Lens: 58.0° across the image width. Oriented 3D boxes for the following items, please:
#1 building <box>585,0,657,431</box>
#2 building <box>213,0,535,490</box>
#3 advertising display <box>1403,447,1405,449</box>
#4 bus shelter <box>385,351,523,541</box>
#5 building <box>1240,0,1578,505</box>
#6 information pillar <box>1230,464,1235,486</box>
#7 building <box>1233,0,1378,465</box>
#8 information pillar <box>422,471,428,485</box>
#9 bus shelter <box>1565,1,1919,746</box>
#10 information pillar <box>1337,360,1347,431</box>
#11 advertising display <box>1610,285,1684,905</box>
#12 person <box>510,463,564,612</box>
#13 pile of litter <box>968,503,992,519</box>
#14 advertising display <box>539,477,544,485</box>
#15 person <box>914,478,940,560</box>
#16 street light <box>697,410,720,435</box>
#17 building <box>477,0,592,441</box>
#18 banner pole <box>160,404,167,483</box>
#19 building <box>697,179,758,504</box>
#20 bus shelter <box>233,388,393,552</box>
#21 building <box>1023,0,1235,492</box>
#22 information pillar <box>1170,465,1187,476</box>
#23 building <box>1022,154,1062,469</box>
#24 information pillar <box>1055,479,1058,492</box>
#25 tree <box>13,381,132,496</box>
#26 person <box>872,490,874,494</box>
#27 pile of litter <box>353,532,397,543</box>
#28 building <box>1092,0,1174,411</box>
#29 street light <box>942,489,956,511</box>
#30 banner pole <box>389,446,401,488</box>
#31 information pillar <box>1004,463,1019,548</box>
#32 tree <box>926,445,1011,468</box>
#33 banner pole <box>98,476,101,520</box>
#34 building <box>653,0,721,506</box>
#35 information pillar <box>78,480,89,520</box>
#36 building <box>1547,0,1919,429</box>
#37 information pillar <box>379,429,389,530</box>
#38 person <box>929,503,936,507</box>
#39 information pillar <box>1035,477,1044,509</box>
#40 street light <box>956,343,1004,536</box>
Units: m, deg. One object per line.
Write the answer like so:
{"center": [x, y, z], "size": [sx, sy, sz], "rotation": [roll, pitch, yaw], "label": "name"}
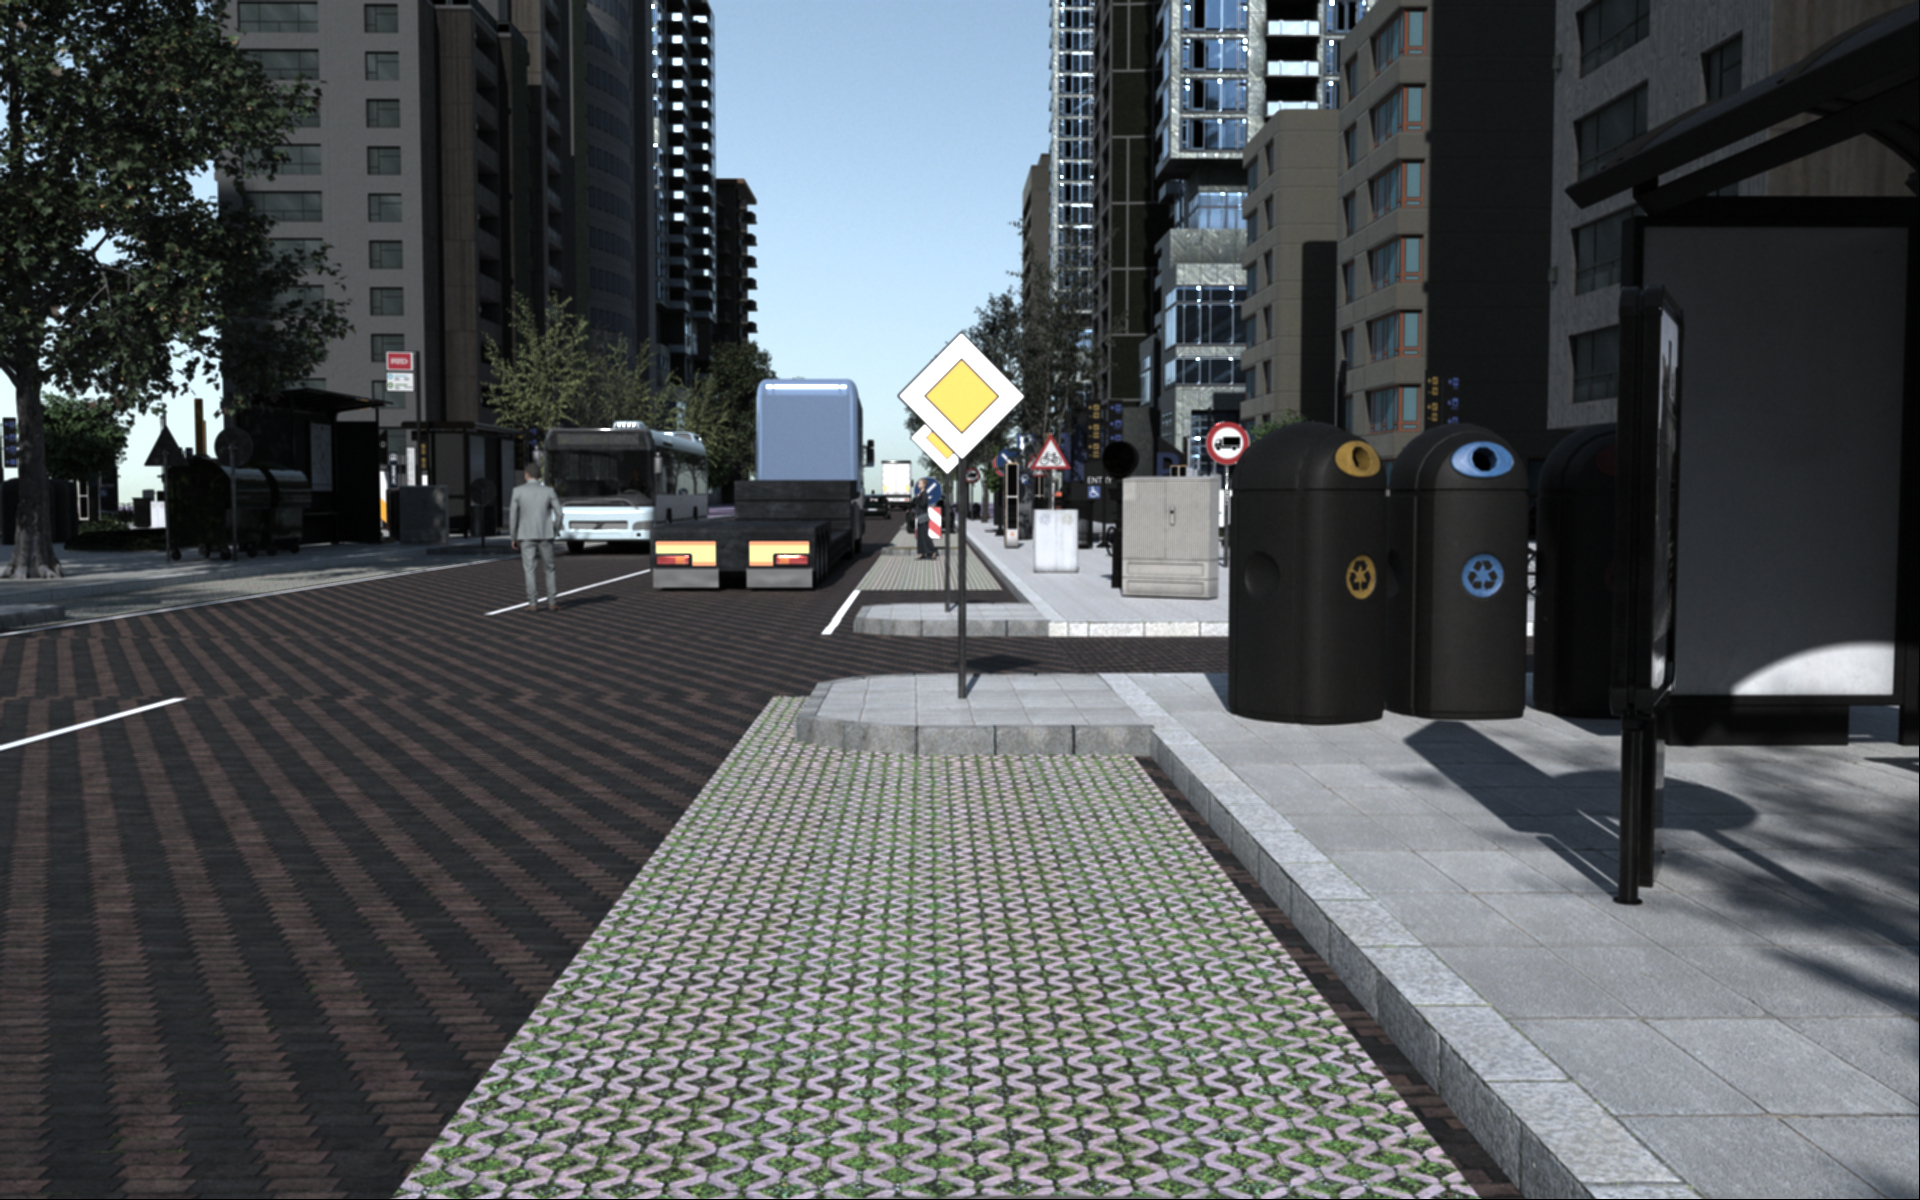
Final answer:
{"center": [-36.749, -36.338, 136.119], "size": [21.231, 58.520, 28.212], "rotation": [0, 4, -1], "label": "building"}
{"center": [-33.480, -20.130, 100.831], "size": [14.160, 30.474, 14.107], "rotation": [0, 4, -1], "label": "building"}
{"center": [6.280, -1.165, 24.264], "size": [0.123, 1.923, 0.974], "rotation": [1, 4, 18], "label": "advertising display"}
{"center": [-15.057, -4.508, 51.334], "size": [2.179, 5.291, 8.768], "rotation": [0, 4, -1], "label": "bus shelter"}
{"center": [28.217, -13.930, 72.797], "size": [27.650, 21.520, 28.899], "rotation": [0, 4, -1], "label": "building"}
{"center": [14.709, -6.242, 93.413], "size": [0.183, 3.616, 0.504], "rotation": [-1, 4, -18], "label": "information pillar"}
{"center": [22.263, -49.440, 121.015], "size": [22.319, 86.520, 31.000], "rotation": [0, 4, -1], "label": "building"}
{"center": [-23.128, -5.102, 74.766], "size": [0.504, 3.616, 0.183], "rotation": [0, 4, -3], "label": "information pillar"}
{"center": [4.179, -0.756, 6.286], "size": [2.014, 3.302, 5.546], "rotation": [0, 4, -1], "label": "bus shelter"}
{"center": [6.612, -2.367, 30.062], "size": [0.183, 3.616, 0.504], "rotation": [1, 4, 21], "label": "information pillar"}
{"center": [2.287, -0.034, 5.764], "size": [0.123, 1.923, 0.974], "rotation": [2, 4, 26], "label": "advertising display"}
{"center": [-5.157, -0.765, 21.108], "size": [0.635, 1.810, 0.391], "rotation": [-2, 4, -24], "label": "person"}
{"center": [1.092, -4.611, 89.357], "size": [1.176, 0.858, 1.719], "rotation": [3, 5, 45], "label": "pile of litter"}
{"center": [-15.544, -3.707, 65.821], "size": [0.974, 1.923, 0.123], "rotation": [-1, 4, -16], "label": "advertising display"}
{"center": [-0.757, -1.748, 37.509], "size": [0.534, 1.772, 0.576], "rotation": [-2, 4, -24], "label": "person"}
{"center": [-13.953, -7.529, 95.633], "size": [1.470, 5.913, 1.316], "rotation": [0, 4, -1], "label": "street light"}
{"center": [-33.001, -26.396, 115.176], "size": [14.154, 41.232, 14.086], "rotation": [0, 4, -1], "label": "building"}
{"center": [-22.136, -3.558, 48.189], "size": [0.401, 3.779, 0.863], "rotation": [-2, 4, -35], "label": "banner pole"}
{"center": [-39.153, -35.449, 234.209], "size": [22.147, 44.769, 28.867], "rotation": [0, 4, -1], "label": "building"}
{"center": [-15.329, -3.066, 41.420], "size": [1.731, 3.624, 6.357], "rotation": [0, 4, -1], "label": "bus shelter"}
{"center": [19.846, -55.189, 215.003], "size": [22.319, 86.520, 31.000], "rotation": [0, 4, -1], "label": "building"}
{"center": [5.581, -2.433, 44.277], "size": [0.304, 2.012, 0.304], "rotation": [-3, 5, -40], "label": "information pillar"}
{"center": [19.956, -37.852, 242.584], "size": [21.300, 48.544, 21.600], "rotation": [0, 4, -1], "label": "building"}
{"center": [4.530, -4.819, 83.286], "size": [0.304, 2.012, 0.304], "rotation": [1, 4, 21], "label": "information pillar"}
{"center": [-25.393, -4.027, 49.549], "size": [4.285, 4.588, 4.351], "rotation": [0, 3, 0], "label": "tree"}
{"center": [-6.507, -7.385, 129.963], "size": [1.217, 1.735, 0.721], "rotation": [0, 4, 6], "label": "person"}
{"center": [-15.495, -1.944, 45.750], "size": [1.176, 0.858, 1.719], "rotation": [-1, 4, -9], "label": "pile of litter"}
{"center": [20.301, -43.401, 147.853], "size": [20.563, 71.187, 20.611], "rotation": [0, 4, -1], "label": "building"}
{"center": [-0.092, -7.372, 93.076], "size": [1.470, 5.913, 1.316], "rotation": [0, 4, -1], "label": "street light"}
{"center": [-29.193, -6.099, 89.729], "size": [0.863, 3.779, 0.401], "rotation": [1, 4, 15], "label": "banner pole"}
{"center": [1.216, -2.232, 40.987], "size": [0.304, 2.012, 0.304], "rotation": [0, 4, -7], "label": "information pillar"}
{"center": [0.185, -16.649, 182.573], "size": [12.009, 13.543, 11.850], "rotation": [0, 3, 0], "label": "tree"}
{"center": [-36.474, -5.102, 73.438], "size": [0.401, 3.779, 0.863], "rotation": [-1, 4, -19], "label": "banner pole"}
{"center": [-39.343, -54.439, 202.755], "size": [22.319, 86.520, 31.000], "rotation": [0, 4, -1], "label": "building"}
{"center": [-30.544, -3.417, 60.354], "size": [0.304, 2.012, 0.304], "rotation": [-2, 4, -30], "label": "information pillar"}
{"center": [21.499, -16.126, 35.362], "size": [14.107, 30.474, 14.160], "rotation": [0, 4, -1], "label": "building"}
{"center": [-20.842, -4.348, 62.445], "size": [0.504, 3.616, 0.183], "rotation": [0, 4, -4], "label": "information pillar"}
{"center": [-1.005, -2.601, 53.629], "size": [0.523, 1.515, 0.503], "rotation": [-1, 4, -21], "label": "person"}
{"center": [3.061, -3.840, 67.270], "size": [0.304, 2.012, 0.304], "rotation": [3, 5, 40], "label": "information pillar"}
{"center": [0.699, -4.928, 53.107], "size": [1.470, 5.913, 1.316], "rotation": [0, 4, -1], "label": "street light"}
